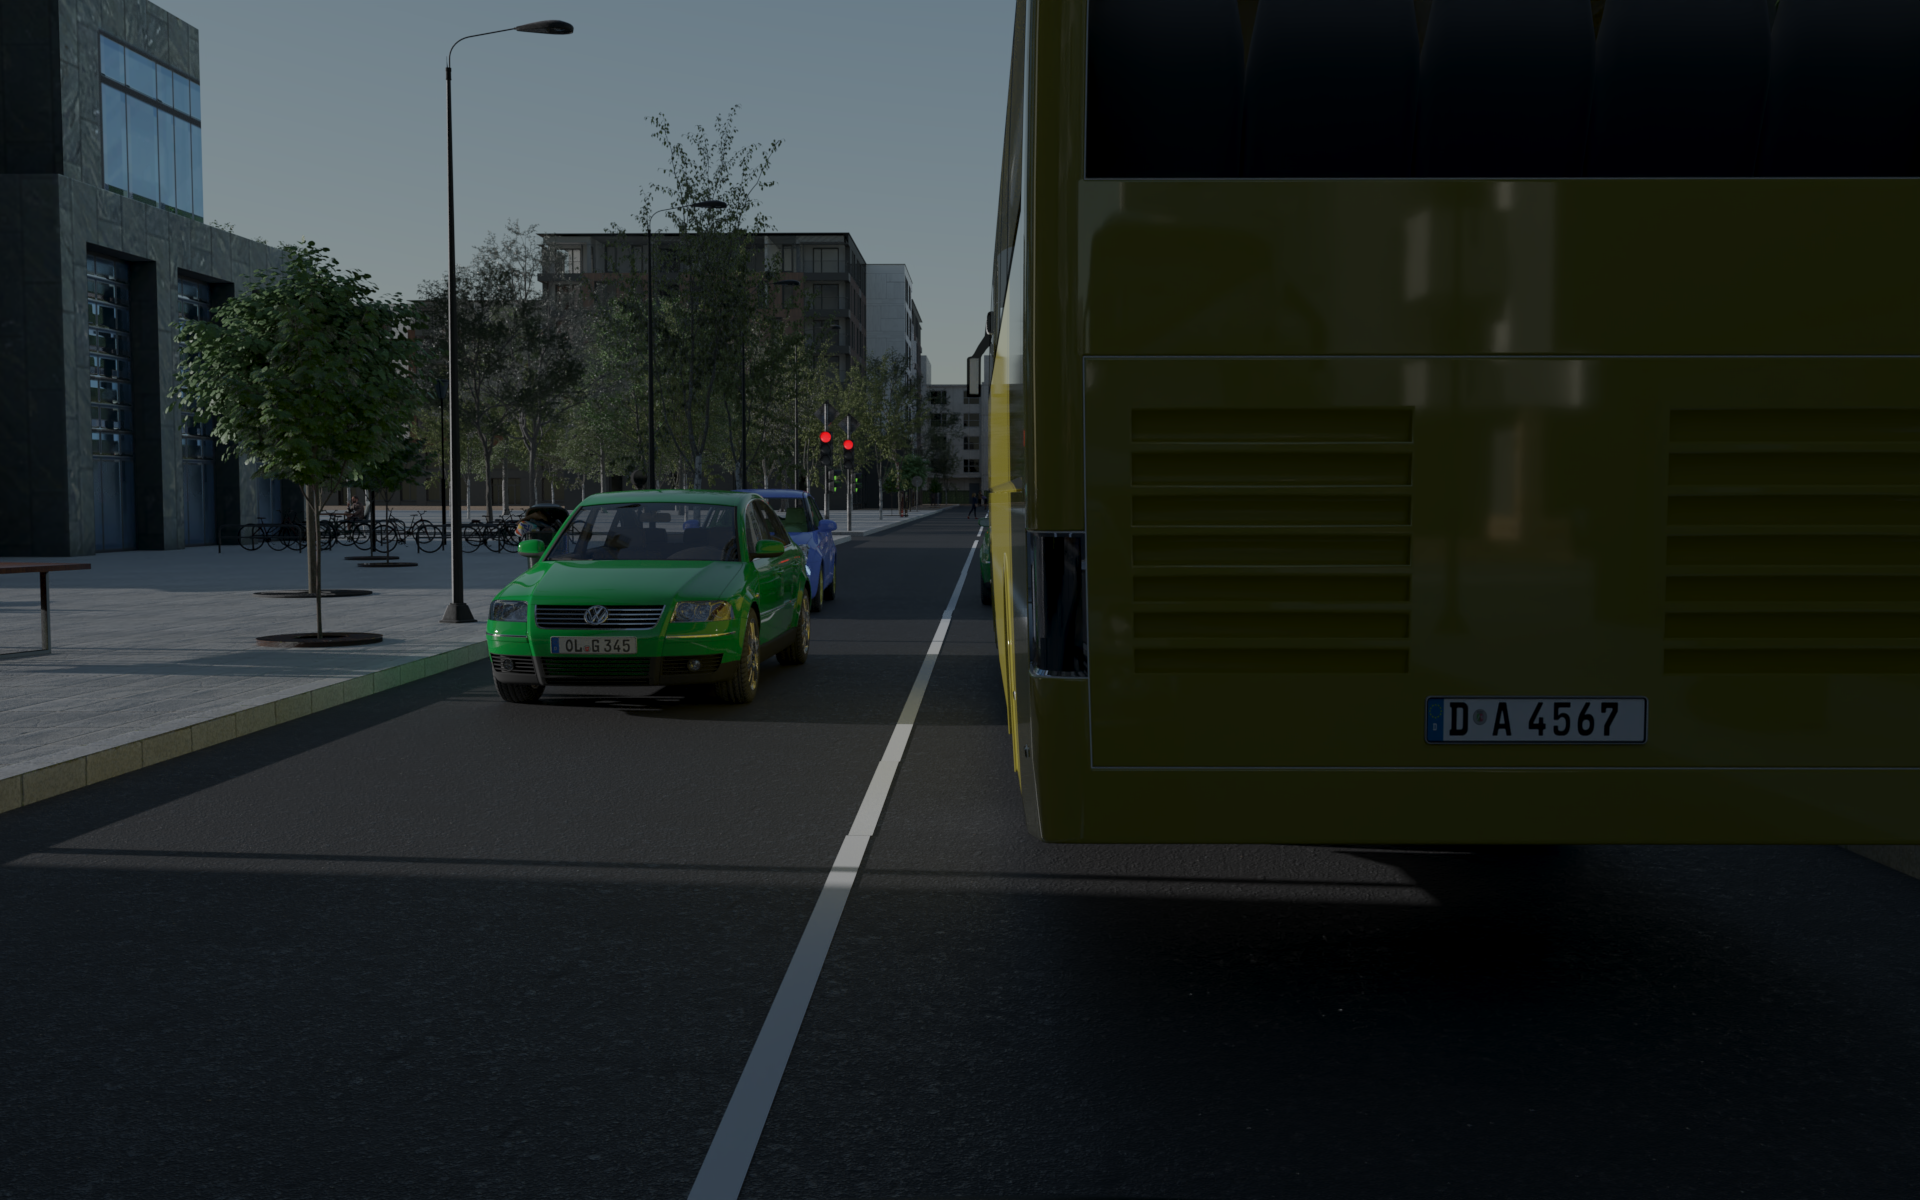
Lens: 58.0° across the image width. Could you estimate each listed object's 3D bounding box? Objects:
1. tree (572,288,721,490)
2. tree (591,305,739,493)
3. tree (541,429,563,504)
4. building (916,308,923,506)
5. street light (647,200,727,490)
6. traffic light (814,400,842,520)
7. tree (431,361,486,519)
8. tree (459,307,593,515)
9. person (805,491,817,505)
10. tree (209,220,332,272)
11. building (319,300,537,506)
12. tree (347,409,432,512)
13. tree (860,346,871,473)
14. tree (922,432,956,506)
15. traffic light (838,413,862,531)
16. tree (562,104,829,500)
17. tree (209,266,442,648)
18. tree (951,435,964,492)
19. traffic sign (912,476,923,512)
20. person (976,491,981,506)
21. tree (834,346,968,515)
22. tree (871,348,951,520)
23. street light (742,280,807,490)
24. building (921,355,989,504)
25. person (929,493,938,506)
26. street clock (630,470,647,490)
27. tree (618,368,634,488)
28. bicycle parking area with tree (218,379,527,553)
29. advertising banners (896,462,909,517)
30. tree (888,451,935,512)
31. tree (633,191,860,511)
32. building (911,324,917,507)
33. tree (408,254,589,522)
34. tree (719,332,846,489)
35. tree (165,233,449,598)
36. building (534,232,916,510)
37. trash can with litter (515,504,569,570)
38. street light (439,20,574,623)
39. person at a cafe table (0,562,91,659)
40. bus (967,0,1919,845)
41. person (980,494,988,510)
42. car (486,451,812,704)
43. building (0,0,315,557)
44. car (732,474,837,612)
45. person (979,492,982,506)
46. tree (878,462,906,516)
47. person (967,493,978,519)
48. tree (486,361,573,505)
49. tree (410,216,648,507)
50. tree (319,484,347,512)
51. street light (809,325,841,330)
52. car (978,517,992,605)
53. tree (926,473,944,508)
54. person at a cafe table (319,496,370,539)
[{"bbox_3d":[-15.583,-9.814,86.210,9.928,11.665,9.643,0,3,0],"label":"tree"},{"bbox_3d":[-16.444,-11.378,104.154,7.486,12.596,7.792,0,3,0],"label":"tree"},{"bbox_3d":[-29.946,-10.854,127.819,4.360,8.622,3.978,0,3,0],"label":"tree"},{"bbox_3d":[-20.962,-21.513,195.711,32.646,21.610,27.936,0,4,1],"label":"building"},{"bbox_3d":[-4.378,-3.364,27.545,1.470,5.913,1.316,0,4,1],"label":"street light"},{"bbox_3d":[-3.983,-3.858,51.995,0.839,4.253,0.868,0,4,1],"label":"traffic light"},{"bbox_3d":[-28.577,-8.930,96.364,4.737,8.622,4.395,0,3,0],"label":"tree"},{"bbox_3d":[-26.973,-11.372,104.057,7.486,12.596,7.792,0,3,0],"label":"tree"},{"bbox_3d":[-6.597,-4.074,75.879,0.697,1.427,0.421,-2,4,-26],"label":"person"},{"bbox_3d":[-27.011,-8.615,66.617,9.928,11.665,9.643,0,3,0],"label":"tree"},{"bbox_3d":[-54.224,-21.549,196.301,32.646,21.610,27.936,0,4,1],"label":"building"},{"bbox_3d":[-30.924,-8.521,89.675,4.737,8.622,4.395,0,3,0],"label":"tree"},{"bbox_3d":[-6.779,-7.930,80.021,4.737,8.622,4.395,0,3,0],"label":"tree"},{"bbox_3d":[-2.419,-14.749,191.508,4.360,8.622,3.978,0,3,0],"label":"tree"},{"bbox_3d":[-3.820,-4.346,59.979,0.839,4.253,0.868,0,4,1],"label":"traffic light"},{"bbox_3d":[-5.130,-5.058,33.056,4.360,8.622,3.978,0,3,0],"label":"tree"},{"bbox_3d":[-5.657,-1.242,14.908,1.663,3.219,1.824,0,3,0],"label":"tree"},{"bbox_3d":[-1.561,-15.221,199.223,4.737,8.622,4.395,0,3,0],"label":"tree"},{"bbox_3d":[-3.033,-7.474,122.310,0.768,2.556,0.104,0,4,3],"label":"traffic sign"},{"bbox_3d":[2.292,-11.731,200.401,1.348,1.812,0.705,-2,4,-35],"label":"person"},{"bbox_3d":[-3.699,-10.637,108.322,8.767,10.594,7.601,0,4,-5],"label":"tree"},{"bbox_3d":[-3.772,-8.313,86.279,4.737,8.622,4.395,0,3,0],"label":"tree"},{"bbox_3d":[-4.165,-3.985,37.692,1.470,5.913,1.316,0,4,1],"label":"street light"},{"bbox_3d":[3.214,-22.164,228.840,31.486,18.905,16.747,0,4,1],"label":"building"},{"bbox_3d":[-2.938,-11.254,190.595,0.990,1.755,0.434,1,4,18],"label":"person"},{"bbox_3d":[-9.765,-2.943,52.690,0.471,2.002,0.358,-3,4,-37],"label":"street clock"},{"bbox_3d":[-10.424,-7.037,65.415,4.737,8.622,4.395,0,3,0],"label":"tree"},{"bbox_3d":[-12.842,-3.294,40.857,9.016,4.147,8.231,1,4,14],"label":"bicycle parking area with tree"},{"bbox_3d":[-3.185,-6.058,95.230,0.090,3.025,2.074,1,4,17],"label":"advertising banners"},{"bbox_3d":[-3.516,-8.642,125.013,4.285,4.588,4.351,0,3,0],"label":"tree"},{"bbox_3d":[-5.284,-5.608,42.056,4.737,8.622,4.395,0,3,0],"label":"tree"},{"bbox_3d":[-12.332,-19.418,173.898,16.016,20.091,11.380,0,4,1],"label":"building"},{"bbox_3d":[-18.023,-8.093,66.736,8.767,10.594,7.601,1,4,11],"label":"tree"},{"bbox_3d":[-12.564,-12.584,122.755,9.611,12.733,9.660,0,3,0],"label":"tree"},{"bbox_3d":[-8.154,-2.338,21.938,4.285,4.588,4.351,0,3,0],"label":"tree"},{"bbox_3d":[-18.854,-18.835,151.929,27.936,21.610,32.646,0,4,1],"label":"building"},{"bbox_3d":[-4.962,-0.571,20.725,0.624,1.170,1.055,-1,4,-10],"label":"trash can with litter"},{"bbox_3d":[-4.484,-2.728,17.146,1.470,5.913,1.316,0,4,1],"label":"street light"},{"bbox_3d":[-8.046,-0.152,13.346,1.698,1.238,1.726,1,4,17],"label":"person at a cafe table"},{"bbox_3d":[1.468,-1.149,10.325,2.896,3.916,12.252,0,4,0],"label":"bus"},{"bbox_3d":[2.220,-9.036,159.470,0.697,1.427,0.421,1,4,10],"label":"person"},{"bbox_3d":[-2.229,-0.274,13.273,1.959,1.807,4.718,0,4,2],"label":"car"},{"bbox_3d":[-33.568,-44.165,34.764,31.000,86.520,22.319,0,4,1],"label":"building"},{"bbox_3d":[-2.514,-0.769,22.164,1.945,1.707,3.694,0,4,0],"label":"car"},{"bbox_3d":[2.470,-12.209,209.030,0.530,1.710,0.541,-1,4,-18],"label":"person"},{"bbox_3d":[-4.086,-6.510,101.037,1.663,3.219,1.824,0,3,0],"label":"tree"},{"bbox_3d":[0.740,-5.424,99.725,0.613,1.512,0.480,-1,4,-8],"label":"person"},{"bbox_3d":[-23.224,-8.829,94.711,4.737,8.622,4.395,0,3,0],"label":"tree"},{"bbox_3d":[-19.032,-10.173,76.705,12.009,13.543,11.850,0,3,0],"label":"tree"},{"bbox_3d":[-49.653,-9.896,124.704,20.602,7.101,11.467,3,4,38],"label":"tree"},{"bbox_3d":[-3.961,-4.598,47.722,1.470,5.913,1.316,0,4,1],"label":"street light"},{"bbox_3d":[1.209,-0.917,23.797,1.959,1.807,4.718,0,4,2],"label":"car"},{"bbox_3d":[-2.462,-10.214,161.596,1.663,3.219,1.824,0,3,0],"label":"tree"},{"bbox_3d":[-18.062,-2.420,50.434,1.726,1.238,1.698,-2,4,-35],"label":"person at a cafe table"}]
